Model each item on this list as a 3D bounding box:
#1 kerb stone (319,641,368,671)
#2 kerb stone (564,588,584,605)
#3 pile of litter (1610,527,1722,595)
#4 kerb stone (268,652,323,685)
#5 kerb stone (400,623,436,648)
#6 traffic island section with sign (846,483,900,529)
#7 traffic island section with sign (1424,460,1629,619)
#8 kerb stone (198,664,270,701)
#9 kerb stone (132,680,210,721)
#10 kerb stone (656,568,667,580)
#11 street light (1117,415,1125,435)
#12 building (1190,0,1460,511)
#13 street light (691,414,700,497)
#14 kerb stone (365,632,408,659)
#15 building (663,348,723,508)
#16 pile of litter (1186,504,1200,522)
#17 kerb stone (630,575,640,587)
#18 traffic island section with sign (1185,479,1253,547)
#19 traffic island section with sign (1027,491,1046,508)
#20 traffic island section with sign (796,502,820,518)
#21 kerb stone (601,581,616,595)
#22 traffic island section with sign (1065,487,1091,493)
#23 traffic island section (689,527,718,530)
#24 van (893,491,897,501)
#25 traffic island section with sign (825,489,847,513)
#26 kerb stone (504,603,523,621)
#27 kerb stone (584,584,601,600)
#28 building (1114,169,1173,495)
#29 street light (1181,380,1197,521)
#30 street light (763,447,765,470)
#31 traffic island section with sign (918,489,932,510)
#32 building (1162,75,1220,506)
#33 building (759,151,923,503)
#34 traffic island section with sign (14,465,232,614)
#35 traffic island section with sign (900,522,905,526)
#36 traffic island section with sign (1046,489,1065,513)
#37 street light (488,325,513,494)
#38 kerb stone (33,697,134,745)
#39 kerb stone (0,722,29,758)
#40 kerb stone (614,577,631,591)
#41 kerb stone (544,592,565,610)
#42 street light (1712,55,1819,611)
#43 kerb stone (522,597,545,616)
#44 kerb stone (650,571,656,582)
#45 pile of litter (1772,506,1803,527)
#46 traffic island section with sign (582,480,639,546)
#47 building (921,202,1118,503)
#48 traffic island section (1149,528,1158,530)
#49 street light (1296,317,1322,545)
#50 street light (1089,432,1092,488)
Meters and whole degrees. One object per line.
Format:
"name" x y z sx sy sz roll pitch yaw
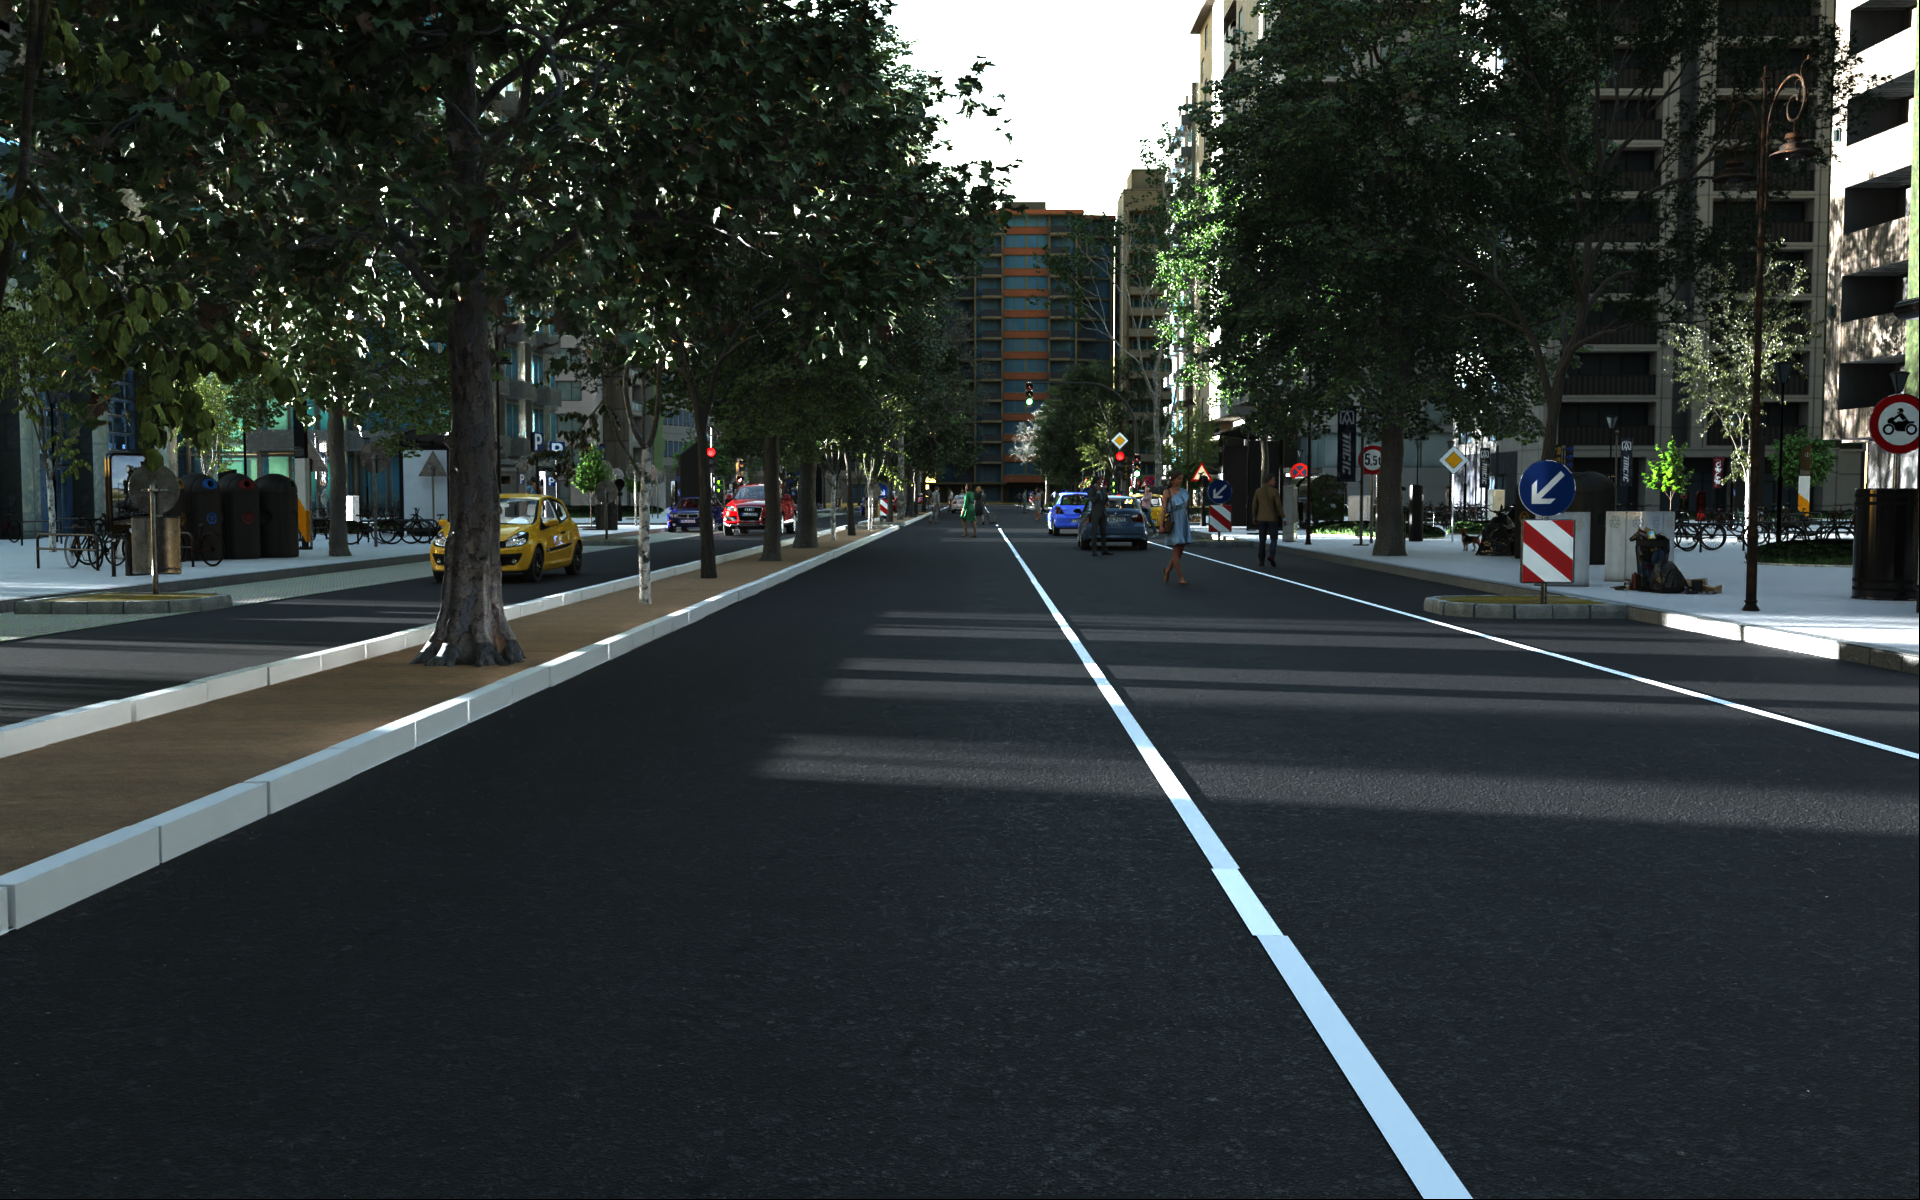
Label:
"kerb stone" -5.184 0.481 14.408 0.120 0.150 1.000 0 4 1
"kerb stone" -5.111 -0.024 22.590 0.120 0.150 1.000 0 4 1
"pile of litter" 9.338 -0.547 22.912 1.176 0.858 1.719 0 4 -1
"kerb stone" -5.192 0.542 13.386 0.120 0.150 1.000 0 4 1
"kerb stone" -5.162 0.351 16.451 0.120 0.150 1.000 0 4 1
"traffic island section with sign" -3.605 -3.828 70.719 2.006 1.907 1.989 0 4 1
"traffic island section with sign" 6.697 -0.746 20.830 1.989 1.847 2.006 0 4 1
"kerb stone" -5.208 0.602 12.360 0.120 0.150 1.000 0 4 1
"kerb stone" -5.210 0.672 11.338 0.120 0.150 1.000 0 4 1
"kerb stone" -5.056 -0.397 28.738 0.120 0.150 1.000 0 4 1
"street light" 9.417 -7.883 101.680 0.468 5.910 1.993 0 4 1
"building" 38.448 -35.523 170.032 28.713 52.752 27.495 0 4 1
"street light" -12.005 -6.533 79.603 0.468 5.910 1.993 0 4 1
"kerb stone" -5.169 0.419 15.430 0.120 0.150 1.000 0 4 1
"building" -39.663 -40.511 204.346 28.212 58.520 21.231 0 4 1
"pile of litter" 10.513 -3.972 78.900 1.719 0.858 1.176 -2 4 -34
"kerb stone" -5.073 -0.275 26.689 0.120 0.150 1.000 0 4 1
"traffic island section with sign" 6.954 -2.395 47.784 1.989 1.847 2.006 0 4 1
"traffic island section with sign" 8.193 -10.522 180.664 1.989 1.847 2.006 0 4 1
"traffic island section with sign" -9.443 -5.836 104.038 1.989 1.847 2.006 0 4 1
"kerb stone" -5.096 -0.147 24.641 0.120 0.150 1.000 0 4 1
"traffic island section with sign" 7.460 -5.792 103.325 1.989 1.847 2.006 0 4 1
"traffic island section" -10.090 -2.952 70.546 2.009 0.180 2.903 0 4 1
"van" -8.647 -12.512 211.574 2.013 2.044 4.112 0 4 2
"traffic island section with sign" -9.195 -7.508 131.378 1.989 1.847 2.006 0 4 1
"kerb stone" -5.146 0.164 19.517 0.120 0.150 1.000 0 4 1
"kerb stone" -5.098 -0.087 23.619 0.120 0.150 1.000 0 4 1
"building" 34.073 -38.939 260.360 21.600 48.544 21.300 0 4 1
"street light" 9.128 -5.900 69.259 0.468 5.910 1.993 0 4 1
"street light" -11.825 -8.062 104.604 0.468 5.910 1.993 0 4 1
"traffic island section with sign" -2.833 -8.876 153.261 2.006 1.907 1.989 0 4 1
"building" 35.498 -35.464 199.452 23.786 49.044 30.456 0 4 1
"building" -19.696 -43.966 260.843 28.212 58.520 21.231 0 4 1
"traffic island section with sign" -10.221 -0.785 21.458 1.989 1.847 2.006 0 4 1
"traffic island section with sign" -3.526 -4.281 78.126 2.006 1.907 1.989 0 4 1
"traffic island section with sign" 7.721 -7.440 130.279 1.989 1.847 2.006 0 4 1
"street light" -12.336 -4.495 46.277 0.468 5.910 1.993 0 4 1
"kerb stone" -5.232 0.728 10.298 0.120 0.150 1.000 0 4 1
"kerb stone" -5.228 0.791 9.274 0.120 0.150 1.000 0 4 1
"kerb stone" -5.081 -0.212 25.667 0.120 0.150 1.000 0 4 1
"kerb stone" -5.126 0.040 21.568 0.120 0.150 1.000 0 4 1
"street light" 8.692 -2.818 18.857 0.468 5.910 1.993 0 4 1
"kerb stone" -5.135 0.105 20.546 0.120 0.150 1.000 0 4 1
"kerb stone" -5.060 -0.338 27.715 0.120 0.150 1.000 0 4 1
"pile of litter" 32.619 -3.329 68.401 1.176 0.858 1.719 -1 4 -14
"traffic island section with sign" -9.973 -2.445 48.604 1.989 1.847 2.006 0 4 1
"building" 8.853 -37.153 262.079 28.867 44.769 22.147 0 4 1
"traffic island section" 7.151 -2.942 70.380 2.009 0.180 2.903 0 4 1
"street light" 8.853 -4.347 43.857 0.468 5.910 1.993 0 4 1
"street light" 9.655 -9.467 127.569 0.468 5.910 1.993 0 4 1
